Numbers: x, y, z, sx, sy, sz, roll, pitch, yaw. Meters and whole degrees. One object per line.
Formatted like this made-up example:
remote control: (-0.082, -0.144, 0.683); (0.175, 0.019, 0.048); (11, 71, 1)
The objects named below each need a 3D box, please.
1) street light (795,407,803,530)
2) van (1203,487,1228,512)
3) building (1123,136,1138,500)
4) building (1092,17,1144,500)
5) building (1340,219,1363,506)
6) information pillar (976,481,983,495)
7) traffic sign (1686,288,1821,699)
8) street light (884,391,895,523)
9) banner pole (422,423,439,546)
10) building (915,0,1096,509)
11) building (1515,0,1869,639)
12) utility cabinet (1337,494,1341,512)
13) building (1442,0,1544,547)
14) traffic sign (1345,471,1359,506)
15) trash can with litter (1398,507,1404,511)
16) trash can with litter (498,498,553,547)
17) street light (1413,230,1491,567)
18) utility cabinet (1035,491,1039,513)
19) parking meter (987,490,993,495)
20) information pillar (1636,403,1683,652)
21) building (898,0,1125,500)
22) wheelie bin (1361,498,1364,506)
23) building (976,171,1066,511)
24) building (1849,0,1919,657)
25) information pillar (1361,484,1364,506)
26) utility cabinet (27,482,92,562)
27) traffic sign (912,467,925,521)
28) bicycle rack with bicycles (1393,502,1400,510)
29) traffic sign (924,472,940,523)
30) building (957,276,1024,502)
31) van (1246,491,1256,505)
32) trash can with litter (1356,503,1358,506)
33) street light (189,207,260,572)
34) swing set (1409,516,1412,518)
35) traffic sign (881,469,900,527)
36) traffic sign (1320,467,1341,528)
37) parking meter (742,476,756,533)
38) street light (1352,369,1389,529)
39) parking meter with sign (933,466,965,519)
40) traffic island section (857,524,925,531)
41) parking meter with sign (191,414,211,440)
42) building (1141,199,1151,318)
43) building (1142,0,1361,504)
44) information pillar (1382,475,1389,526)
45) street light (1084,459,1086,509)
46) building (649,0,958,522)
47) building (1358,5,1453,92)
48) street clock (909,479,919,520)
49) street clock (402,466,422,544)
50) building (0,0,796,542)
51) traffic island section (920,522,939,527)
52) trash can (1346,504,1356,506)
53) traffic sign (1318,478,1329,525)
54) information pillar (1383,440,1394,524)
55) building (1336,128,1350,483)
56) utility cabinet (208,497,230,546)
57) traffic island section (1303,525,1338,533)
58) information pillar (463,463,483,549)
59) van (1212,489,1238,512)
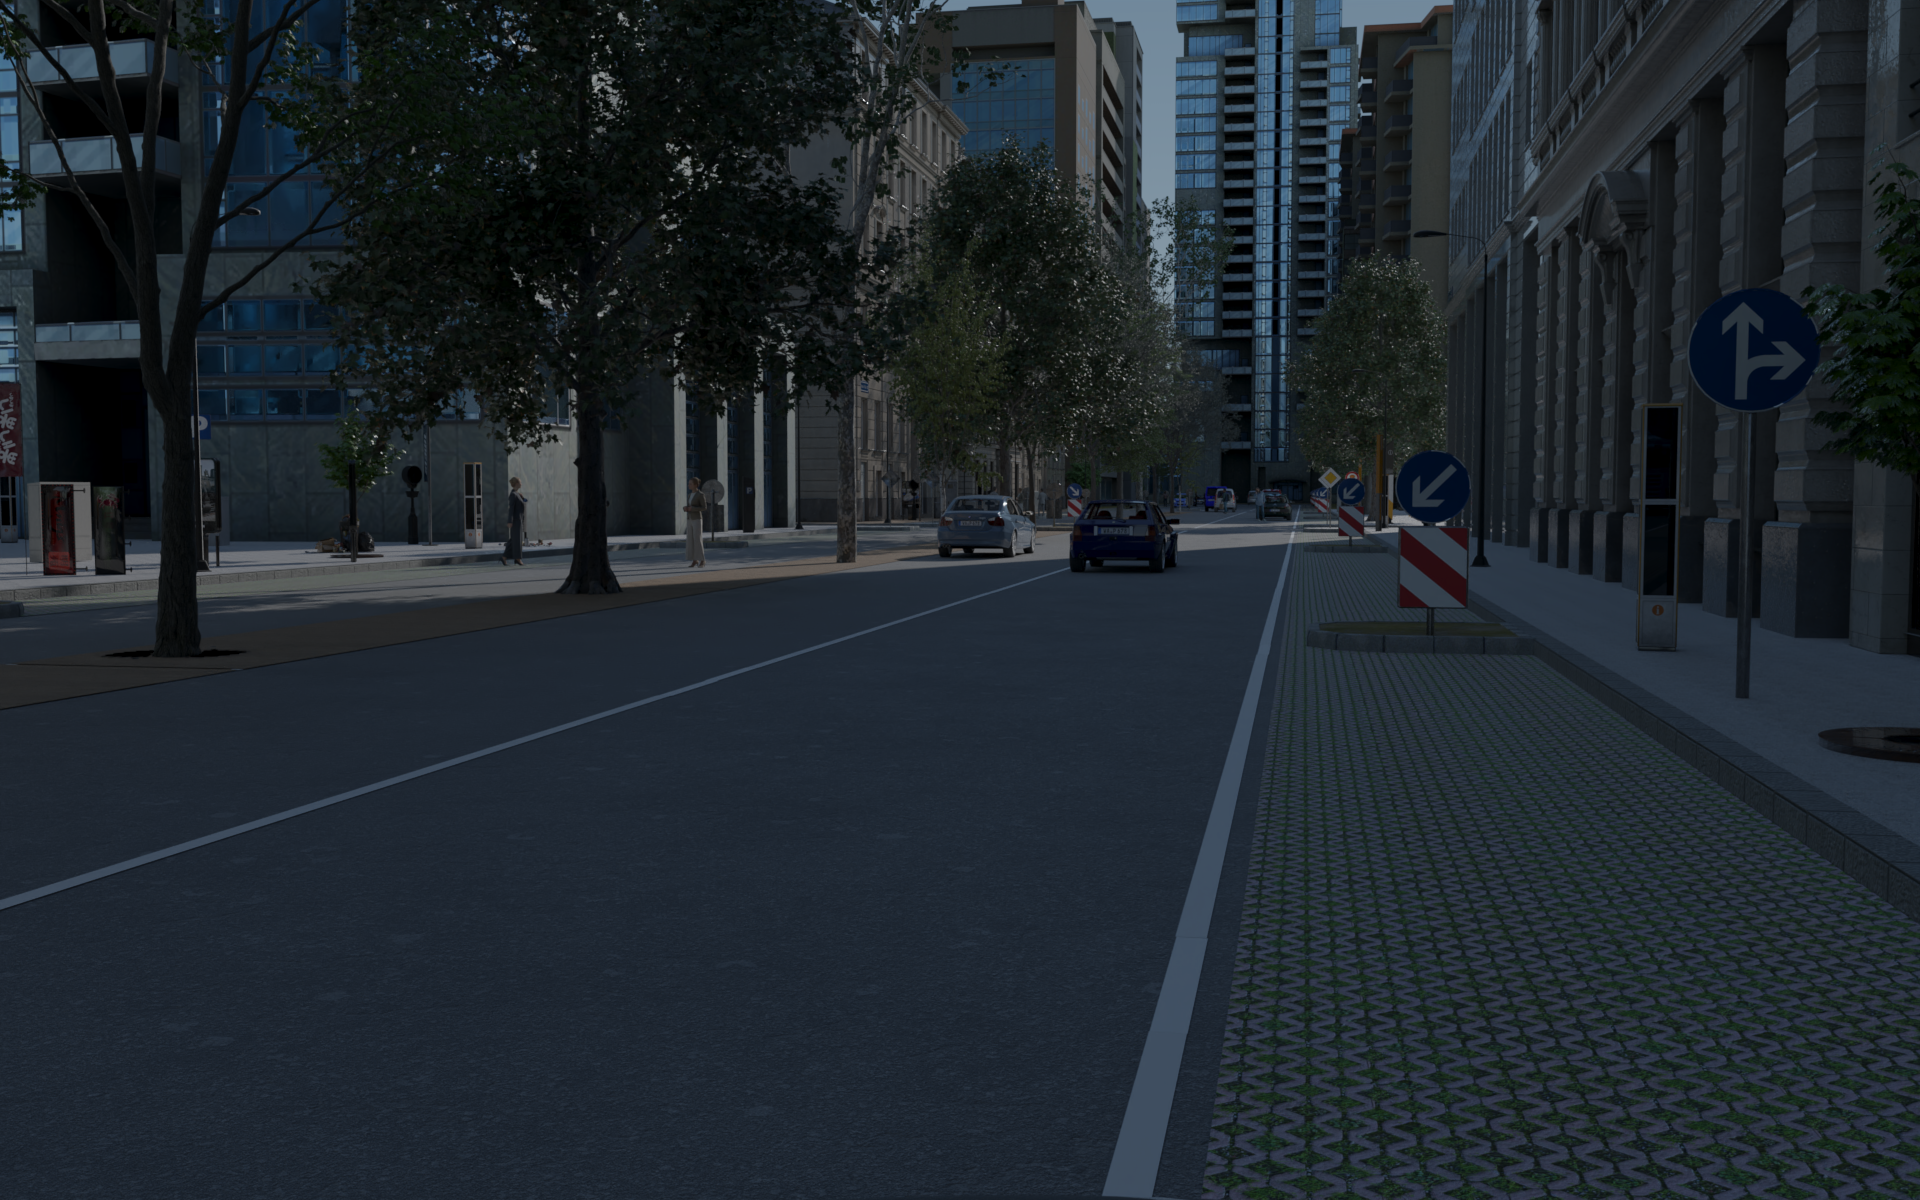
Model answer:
street light: (-5.297, -5.500, 62.460); (1.470, 5.913, 1.316); (1, 4, 11)
van: (21.053, -8.417, 142.001); (2.240, 2.365, 5.245); (1, 4, 9)
building: (12.080, -31.207, 193.823); (14.154, 41.232, 14.086); (1, 4, 11)
building: (8.164, -41.207, 215.740); (28.212, 58.520, 21.231); (1, 4, 11)
building: (47.252, -25.110, 182.242); (14.160, 30.474, 14.107); (1, 4, 11)
information pillar: (1.060, -5.669, 97.188); (0.304, 2.012, 0.304); (0, 4, 4)
traffic sign: (4.925, -0.656, 10.825); (0.768, 2.556, 0.104); (1, 4, 16)
street light: (-2.665, -6.337, 76.150); (1.470, 5.913, 1.316); (1, 4, 11)
banner pole: (-13.252, -3.245, 43.071); (0.401, 3.779, 0.863); (-2, 4, -28)
building: (4.646, -31.077, 158.227); (14.600, 45.320, 14.200); (1, 4, 11)
building: (13.931, -11.864, 22.850); (11.050, 23.489, 19.941); (1, 4, 11)
utility cabinet: (26.909, -6.992, 123.005); (0.318, 1.500, 1.173); (1, 4, 12)
building: (20.073, -16.469, 46.753); (11.434, 29.767, 29.804); (1, 4, 11)
traffic sign: (22.013, -5.942, 97.256); (0.768, 2.556, 0.104); (1, 4, 12)
trash can with litter: (33.962, -7.394, 132.282); (1.055, 1.170, 0.624); (3, 4, 38)
trash can with litter: (-10.692, -1.968, 43.233); (1.678, 1.210, 2.233); (1, 4, 11)
street light: (8.672, -3.549, 30.559); (1.470, 5.913, 1.316); (1, 4, 11)
utility cabinet: (5.002, -6.719, 118.529); (0.318, 1.500, 1.173); (2, 4, 33)
parking meter: (1.764, -5.580, 99.651); (0.372, 1.533, 0.369); (0, 3, 0)
information pillar: (5.723, -0.593, 14.184); (0.304, 2.012, 0.304); (1, 4, 18)
building: (4.986, -33.831, 176.845); (21.300, 48.544, 21.600); (1, 4, 11)
wheelie bin: (27.387, -6.644, 116.530); (0.693, 1.594, 0.980); (-2, 4, -33)
building: (1.020, -20.622, 134.430); (12.463, 27.353, 25.104); (1, 4, 11)
building: (10.986, -9.178, 4.805); (10.420, 20.320, 16.860); (1, 4, 11)
information pillar: (28.079, -7.148, 121.367); (0.304, 2.012, 0.304); (2, 4, 33)
utility cabinet: (-16.937, -1.462, 32.586); (0.318, 1.500, 1.173); (1, 4, 19)
traffic sign: (-1.882, -4.967, 81.310); (0.768, 2.556, 0.104); (1, 4, 15)
bicycle rack with bicycles: (35.050, -7.622, 137.995); (2.852, 0.926, 2.925); (-3, 5, -40)
traffic sign: (-1.188, -4.428, 76.042); (0.795, 2.450, 0.064); (1, 4, 11)
building: (-2.016, -15.138, 112.142); (10.561, 19.102, 19.286); (1, 4, 11)
van: (37.550, -13.090, 221.027); (2.013, 2.044, 4.112); (1, 4, 10)
trash can with litter: (30.325, -7.426, 132.474); (1.678, 1.210, 2.233); (-1, 4, -13)
street light: (-12.026, -3.412, 28.328); (1.470, 5.913, 1.316); (1, 4, 11)
swing set: (25.822, -5.902, 94.123); (3.119, 2.851, 2.862); (1, 4, 12)
traffic sign: (-2.739, -3.949, 68.208); (0.795, 2.450, 0.064); (1, 4, 11)
traffic sign: (13.880, -3.747, 64.910); (0.795, 2.450, 0.064); (1, 4, 11)
parking meter: (-7.006, -3.168, 57.505); (0.399, 1.863, 0.255); (-1, 4, -19)
street light: (15.264, -5.621, 64.447); (1.470, 5.913, 1.316); (1, 4, 11)
parking meter with sign: (-0.536, -5.774, 90.666); (1.738, 3.016, 0.543); (-1, 4, -22)
traffic island section: (-2.763, -2.813, 68.275); (2.009, 0.180, 2.903); (1, 4, 11)
parking meter with sign: (-17.063, -2.596, 38.698); (0.543, 3.016, 1.738); (-2, 4, -27)
building: (19.018, -34.143, 241.831); (14.086, 41.232, 14.154); (1, 4, 11)
building: (41.932, -56.725, 240.121); (31.000, 86.520, 22.319); (1, 4, 11)
information pillar: (16.007, -3.723, 65.359); (0.304, 2.012, 0.304); (0, 4, 8)
street light: (11.010, -10.527, 144.652); (1.470, 5.913, 1.316); (1, 4, 11)
building: (-7.922, -17.933, 90.473); (12.463, 27.353, 25.104); (1, 4, 11)
building: (47.860, -30.899, 159.824); (22.147, 44.769, 28.867); (1, 4, 11)
street clock: (-2.235, -4.873, 84.242); (0.471, 2.002, 0.358); (-1, 4, -20)
street clock: (-13.955, -2.421, 44.147); (0.358, 2.002, 0.471); (3, 4, 36)
building: (-23.697, -45.468, 56.067); (31.000, 86.520, 22.319); (1, 4, 11)
traffic island section: (-1.213, -3.292, 76.108); (2.009, 0.180, 2.903); (1, 4, 11)
trash can: (25.581, -6.220, 113.354); (0.748, 1.137, 0.748); (0, 3, 0)
traffic sign: (15.431, -4.226, 72.744); (0.795, 2.450, 0.064); (1, 4, 11)
information pillar: (18.381, -5.078, 74.380); (0.504, 3.616, 0.183); (-1, 4, -9)
building: (55.398, -33.529, 202.824); (22.147, 44.769, 28.867); (1, 4, 11)
utility cabinet: (-18.431, -1.949, 43.031); (0.306, 1.237, 1.020); (-1, 4, -10)
traffic island section: (13.905, -2.612, 64.983); (2.009, 0.180, 2.903); (1, 4, 11)
information pillar: (-11.394, -2.204, 40.530); (0.304, 2.012, 0.304); (1, 4, 15)
van: (21.000, -7.963, 137.198); (2.013, 2.044, 4.112); (1, 4, 10)
